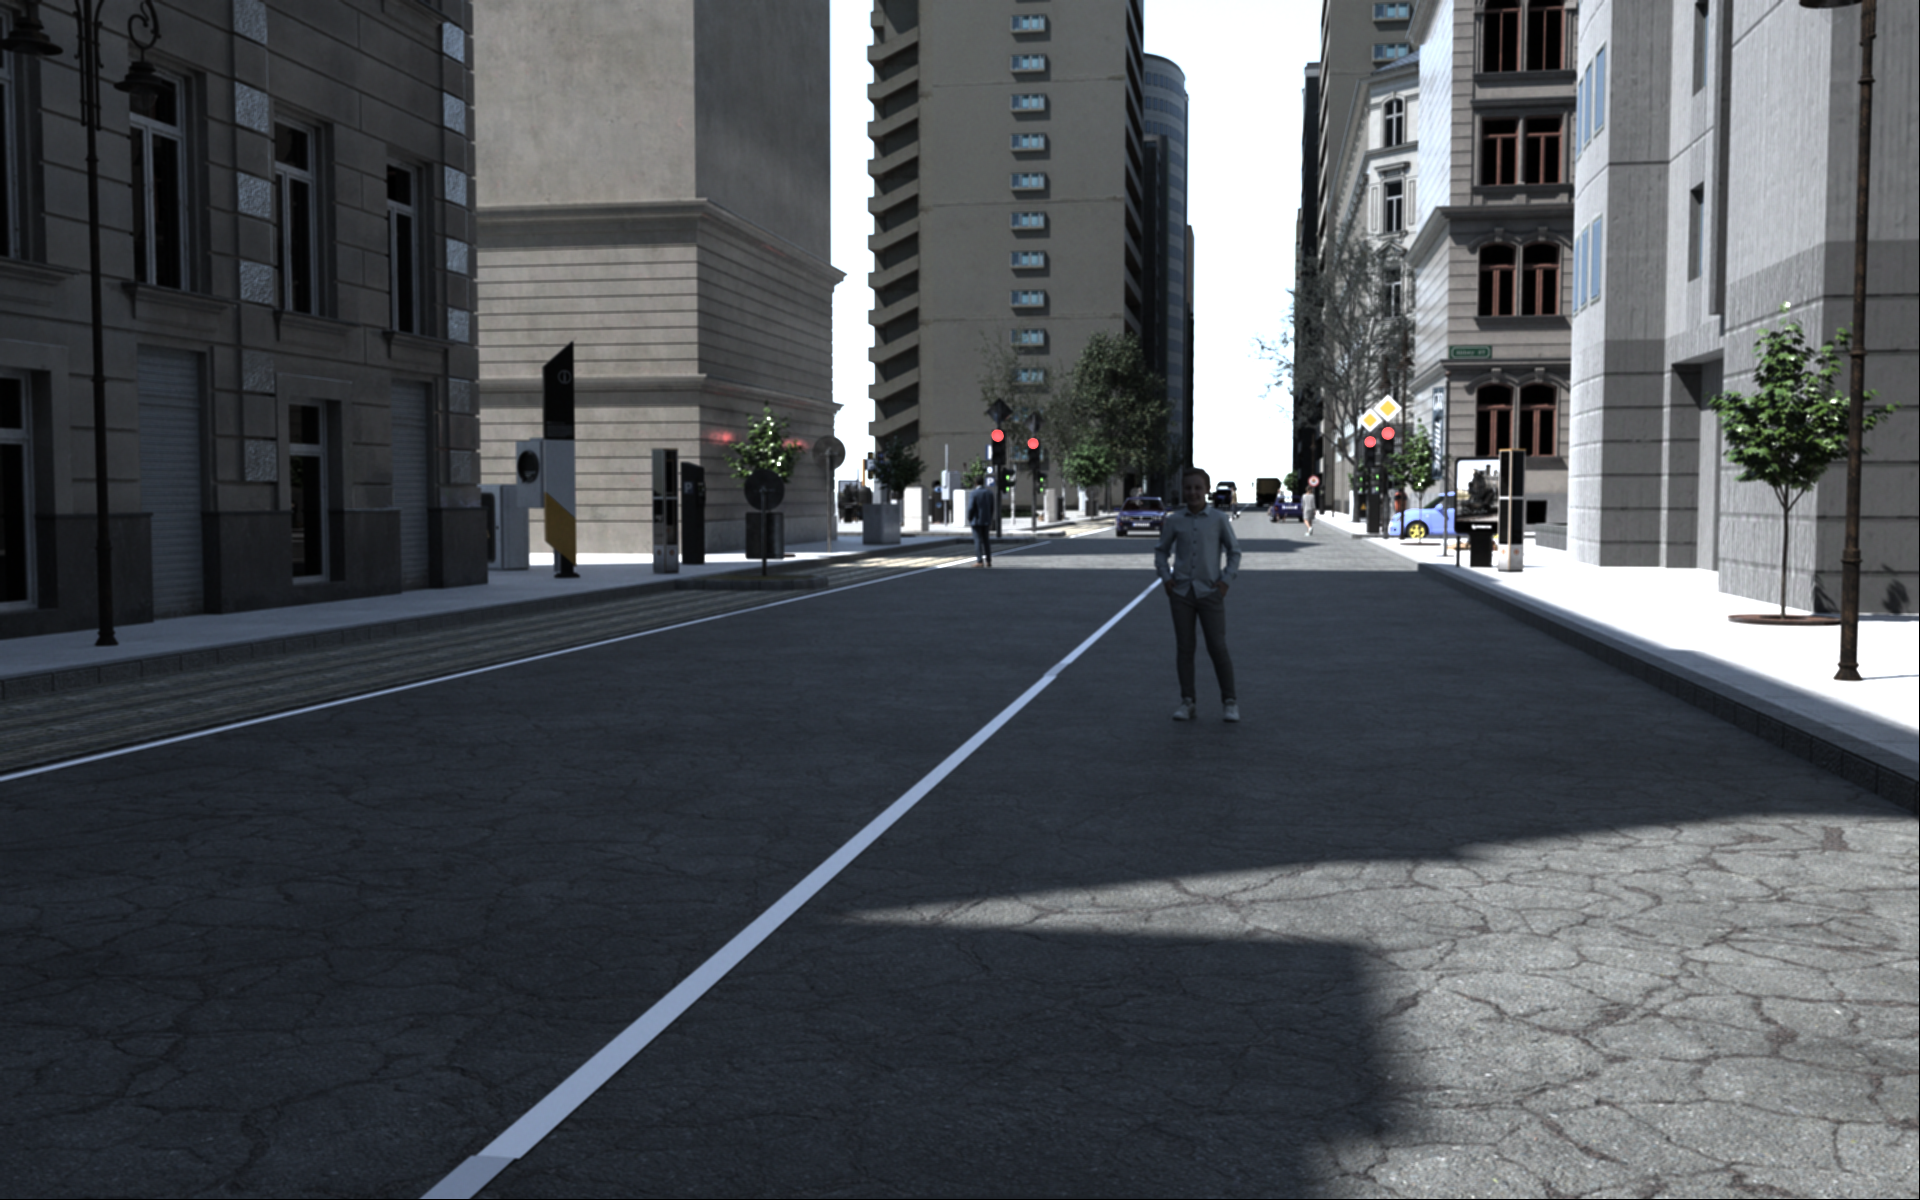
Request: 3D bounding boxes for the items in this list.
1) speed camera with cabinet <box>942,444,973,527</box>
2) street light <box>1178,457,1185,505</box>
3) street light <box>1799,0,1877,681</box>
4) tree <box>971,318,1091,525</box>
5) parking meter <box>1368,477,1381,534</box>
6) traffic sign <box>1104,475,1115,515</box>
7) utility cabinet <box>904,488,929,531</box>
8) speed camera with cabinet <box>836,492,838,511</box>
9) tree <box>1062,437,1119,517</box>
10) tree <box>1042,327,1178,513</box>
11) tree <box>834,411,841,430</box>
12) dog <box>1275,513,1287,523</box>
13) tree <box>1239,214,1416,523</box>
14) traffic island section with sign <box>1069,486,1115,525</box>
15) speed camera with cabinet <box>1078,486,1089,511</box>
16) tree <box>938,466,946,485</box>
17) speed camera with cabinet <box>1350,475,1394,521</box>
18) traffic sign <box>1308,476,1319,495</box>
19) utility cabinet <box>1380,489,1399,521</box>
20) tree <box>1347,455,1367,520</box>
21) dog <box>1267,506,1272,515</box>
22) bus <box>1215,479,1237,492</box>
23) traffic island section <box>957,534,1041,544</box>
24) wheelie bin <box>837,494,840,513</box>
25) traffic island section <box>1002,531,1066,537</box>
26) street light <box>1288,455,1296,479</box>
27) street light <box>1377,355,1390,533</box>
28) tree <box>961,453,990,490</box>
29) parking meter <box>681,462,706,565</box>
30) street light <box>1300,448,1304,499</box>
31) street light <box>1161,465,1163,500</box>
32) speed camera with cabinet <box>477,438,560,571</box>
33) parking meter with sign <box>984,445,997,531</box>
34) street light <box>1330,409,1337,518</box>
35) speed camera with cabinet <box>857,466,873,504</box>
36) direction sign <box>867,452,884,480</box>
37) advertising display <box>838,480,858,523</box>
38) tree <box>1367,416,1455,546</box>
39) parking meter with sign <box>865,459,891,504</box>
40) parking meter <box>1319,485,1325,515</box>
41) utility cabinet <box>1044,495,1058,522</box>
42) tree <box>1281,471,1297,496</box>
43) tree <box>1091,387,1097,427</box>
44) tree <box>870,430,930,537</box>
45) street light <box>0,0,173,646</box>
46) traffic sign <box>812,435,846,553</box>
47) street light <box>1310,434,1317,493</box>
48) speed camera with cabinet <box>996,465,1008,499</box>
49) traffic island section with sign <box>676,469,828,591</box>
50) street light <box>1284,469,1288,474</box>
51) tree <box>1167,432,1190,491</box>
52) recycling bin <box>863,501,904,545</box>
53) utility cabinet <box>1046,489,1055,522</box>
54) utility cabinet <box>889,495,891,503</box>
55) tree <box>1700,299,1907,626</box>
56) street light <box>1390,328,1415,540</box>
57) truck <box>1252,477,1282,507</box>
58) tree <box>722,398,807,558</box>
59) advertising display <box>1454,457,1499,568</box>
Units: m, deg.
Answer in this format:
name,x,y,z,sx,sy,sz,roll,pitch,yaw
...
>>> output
name,x,y,z,sx,sy,sz,roll,pitch,yaw
speed camera with cabinet,-0.031,-4.525,68.316,0.660,3.252,2.038,-2,4,-27
street light,27.890,-14.906,216.504,0.468,5.910,1.993,1,4,10
street light,6.127,-2.384,11.773,0.468,5.910,1.993,1,4,10
tree,2.389,-7.443,72.059,4.360,8.622,3.978,0,3,0
parking meter,13.395,-3.077,56.023,0.399,1.863,0.255,1,4,14
traffic sign,9.223,-6.554,107.261,0.768,2.556,0.104,1,4,16
utility cabinet,-1.492,-3.110,59.533,0.318,1.500,1.173,-2,4,-33
speed camera with cabinet,-8.517,-8.511,133.486,2.038,3.252,0.660,1,4,11
tree,7.400,-7.044,98.881,4.285,4.588,4.351,0,3,0
tree,10.231,-12.331,118.614,9.611,12.733,9.660,0,3,0
tree,-9.129,-9.093,99.028,4.360,8.622,3.978,0,3,0
dog,15.700,-3.999,84.679,0.406,0.507,0.540,2,4,31
tree,17.541,-10.188,76.939,12.009,13.543,11.850,0,3,0
traffic island section with sign,6.113,-4.340,79.589,1.989,1.847,2.006,1,4,10
speed camera with cabinet,9.447,-8.461,132.668,0.660,3.252,2.038,0,4,-3
tree,-1.077,-7.715,120.737,1.663,3.219,1.824,0,3,0
speed camera with cabinet,19.904,-5.462,83.639,2.038,3.252,0.660,-1,4,-12
traffic sign,24.271,-7.262,118.842,0.768,2.556,0.104,1,4,19
utility cabinet,20.308,-4.509,82.404,0.318,1.500,1.173,-3,4,-37
tree,19.975,-5.577,85.787,1.663,3.219,1.824,0,3,0
dog,20.942,-6.156,117.491,0.800,0.831,0.513,0,4,-8
bus,36.432,-14.794,236.739,2.948,3.499,13.247,1,4,9
traffic island section,1.124,-1.746,50.835,2.009,0.180,2.903,1,4,10
wheelie bin,-7.283,-6.133,108.188,0.693,1.594,0.980,3,4,37
traffic island section,2.488,-2.228,58.703,2.009,0.180,2.903,1,4,10
street light,41.235,-14.774,214.335,0.468,5.910,1.993,1,4,10
street light,14.105,-5.185,57.557,0.468,5.910,1.993,1,4,10
tree,0.756,-5.327,81.699,1.663,3.219,1.824,0,3,0
parking meter,-4.859,-1.581,31.563,0.399,1.863,0.255,2,4,28
street light,33.334,-12.007,169.109,0.468,5.910,1.993,1,4,10
street light,19.948,-12.121,170.960,0.468,5.910,1.993,1,4,10
speed camera with cabinet,-7.435,-2.122,29.036,2.038,3.252,0.660,3,5,40
parking meter with sign,1.066,-3.916,60.289,0.543,3.016,1.738,0,4,8
street light,20.276,-7.411,93.956,0.468,5.910,1.993,1,4,10
speed camera with cabinet,-6.641,-7.817,122.140,0.660,3.252,2.038,-3,5,-44
direction sign,-4.506,-6.137,92.339,0.876,3.537,0.379,0,4,-8
advertising display,-5.013,-4.422,77.507,0.974,1.923,0.123,-2,4,-30
tree,11.427,-2.988,43.460,1.663,3.219,1.824,0,3,0
parking meter with sign,-3.958,-5.469,85.685,0.543,3.016,1.738,-3,4,-38
parking meter,22.295,-6.173,106.633,0.255,1.863,0.399,2,4,31
utility cabinet,4.193,-4.198,79.798,0.306,1.237,1.020,-1,4,-19
tree,42.162,-14.392,219.024,4.285,4.588,4.351,0,3,0
tree,5.298,-8.576,90.574,4.360,8.622,3.978,0,3,0
tree,-1.973,-3.527,52.261,1.663,3.219,1.824,0,3,0
street light,-7.241,-2.552,14.519,0.468,5.910,1.993,1,4,10
traffic sign,-2.848,-2.294,37.619,0.768,2.556,0.104,1,4,14
street light,26.994,-9.783,132.740,0.468,5.910,1.993,1,4,10
speed camera with cabinet,1.204,-5.151,78.547,2.038,3.252,0.660,-2,4,-32
traffic island section with sign,-3.099,-1.093,26.498,1.989,1.847,2.006,1,4,10
street light,47.513,-16.999,250.715,0.468,5.910,1.993,1,4,10
tree,24.892,-15.470,203.293,4.737,8.622,4.395,0,3,0
recycling bin,-2.005,-1.944,44.346,0.722,1.027,0.722,3,5,40
utility cabinet,4.055,-4.238,77.962,0.318,1.500,1.173,0,4,-3
utility cabinet,-5.187,-6.439,116.433,1.020,1.237,0.306,-1,4,-9
tree,8.197,-1.392,17.354,1.663,3.219,1.824,0,3,0
street light,12.368,-4.617,48.269,0.468,5.910,1.993,1,4,10
truck,35.446,-12.462,199.674,3.469,3.379,9.791,1,4,8
tree,-4.008,-2.483,35.204,1.663,3.219,1.824,0,3,0
advertising display,9.106,-1.529,30.216,0.974,1.923,0.123,3,5,40
